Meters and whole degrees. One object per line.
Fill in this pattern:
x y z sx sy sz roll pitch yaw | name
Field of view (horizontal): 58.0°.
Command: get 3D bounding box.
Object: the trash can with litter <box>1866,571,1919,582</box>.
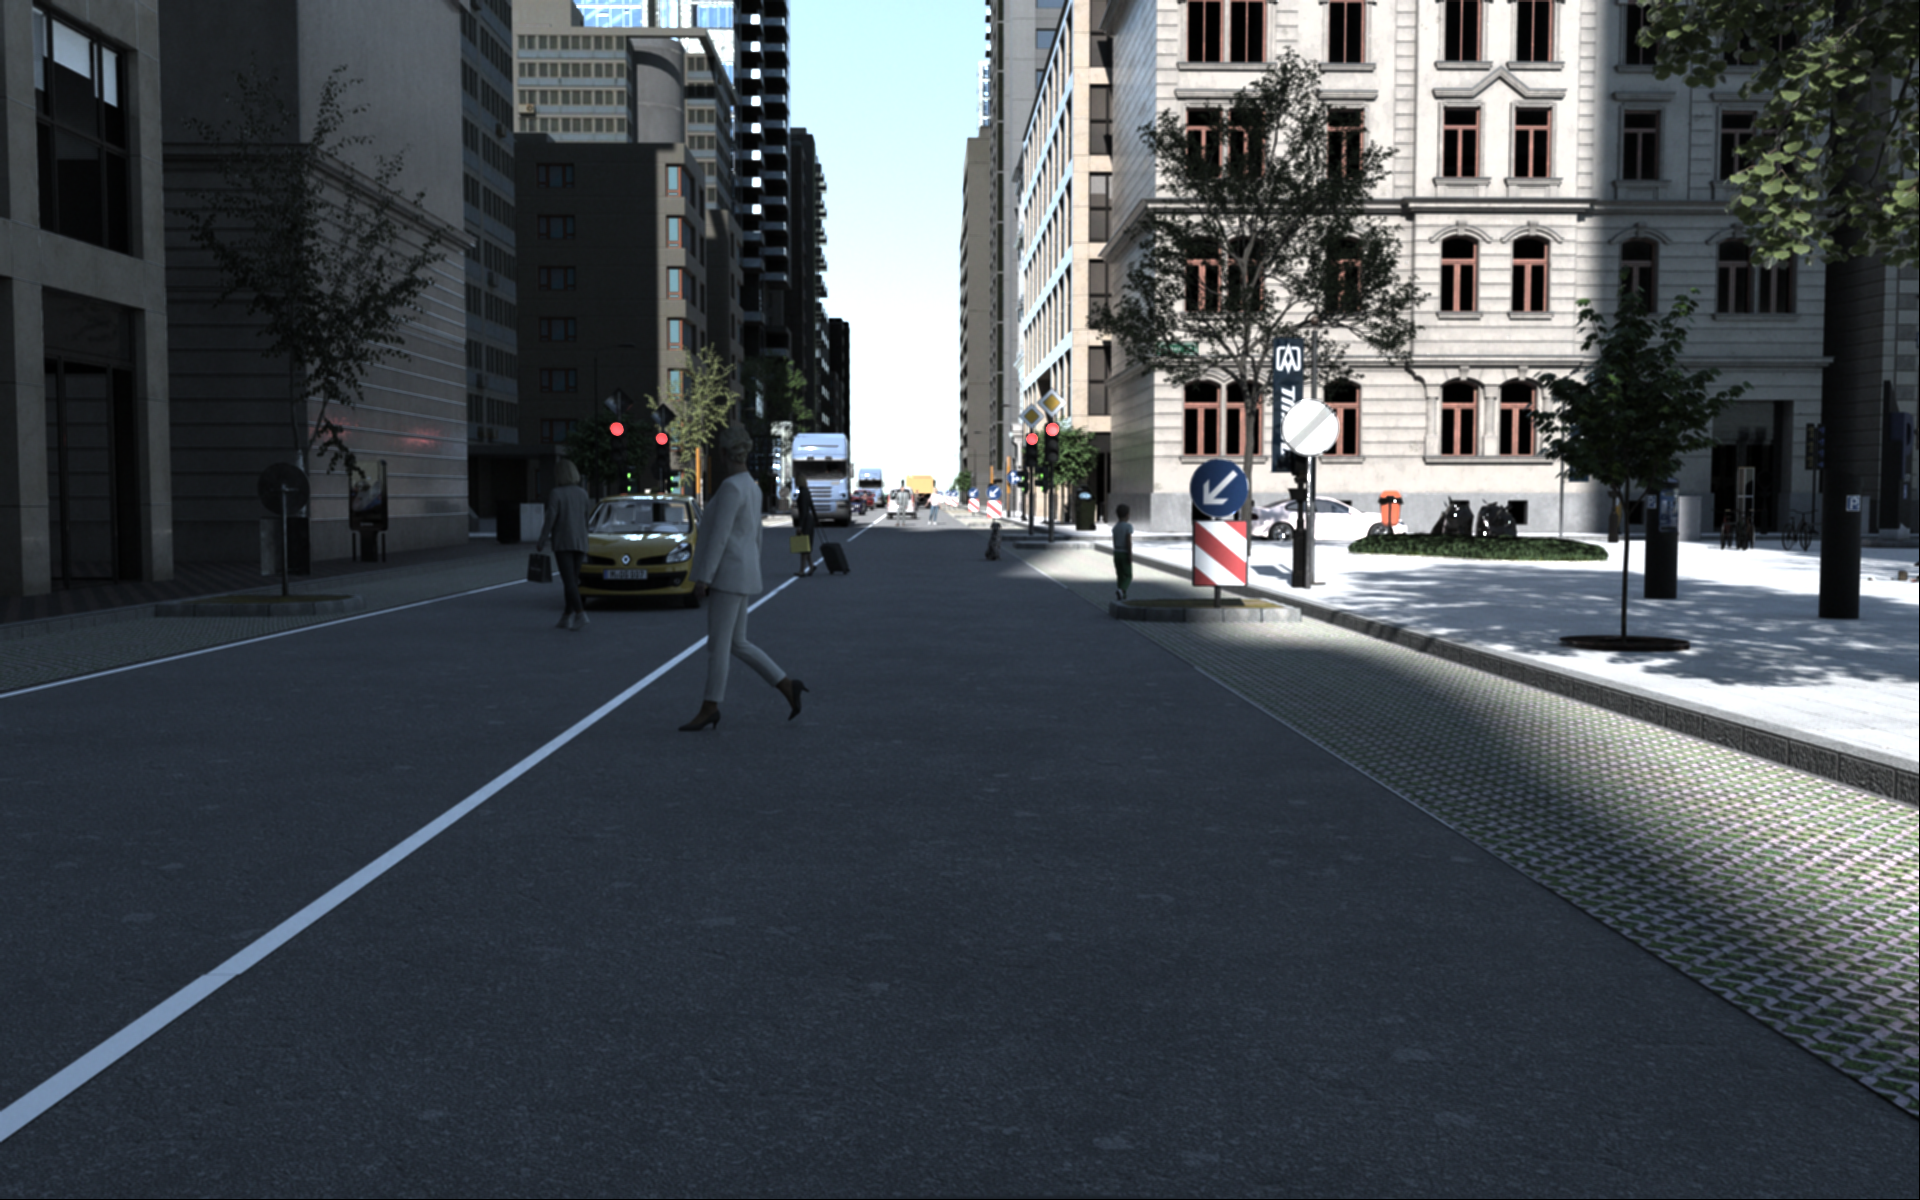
14.496 -0.867 25.231 2.233 1.210 1.678 3 5 43 | trash can with litter

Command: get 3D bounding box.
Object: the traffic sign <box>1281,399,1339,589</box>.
4.709 -1.423 23.375 0.768 2.556 0.104 0 4 7 | traffic sign

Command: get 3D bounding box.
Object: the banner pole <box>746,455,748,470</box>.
-13.662 -7.394 110.905 0.401 3.779 0.863 -1 4 -14 | banner pole

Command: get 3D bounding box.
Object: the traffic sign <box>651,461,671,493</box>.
-11.139 -3.937 64.480 0.768 2.556 0.104 0 4 3 | traffic sign

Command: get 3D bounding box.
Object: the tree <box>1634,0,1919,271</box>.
6.569 -5.437 7.023 7.486 12.596 7.792 0 3 0 | tree

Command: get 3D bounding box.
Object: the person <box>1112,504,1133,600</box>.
2.094 -0.588 22.368 0.306 1.304 0.590 1 4 20 | person

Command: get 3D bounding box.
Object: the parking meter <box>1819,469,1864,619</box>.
9.105 -0.580 17.901 0.372 1.533 0.369 0 3 0 | parking meter

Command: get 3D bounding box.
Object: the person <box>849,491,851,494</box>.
-12.671 -11.681 199.452 1.348 1.831 0.705 1 4 21 | person

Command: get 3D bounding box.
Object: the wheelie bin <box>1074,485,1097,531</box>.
4.400 -3.239 60.870 0.693 1.594 0.980 -1 4 -20 | wheelie bin

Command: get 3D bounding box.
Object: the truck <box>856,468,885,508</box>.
-9.442 -12.020 186.290 2.967 4.110 18.799 0 4 -1 | truck

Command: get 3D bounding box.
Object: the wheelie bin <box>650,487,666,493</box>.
-13.888 -4.374 79.426 0.980 1.594 0.693 1 4 19 | wheelie bin

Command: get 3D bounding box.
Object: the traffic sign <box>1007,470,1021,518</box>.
2.910 -5.709 93.453 0.768 2.556 0.104 0 4 -1 | traffic sign

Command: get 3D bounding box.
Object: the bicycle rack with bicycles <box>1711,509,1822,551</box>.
18.597 -1.629 40.009 2.852 0.926 2.925 3 4 38 | bicycle rack with bicycles

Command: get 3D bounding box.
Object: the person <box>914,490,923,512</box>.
-3.377 -8.143 142.174 0.750 1.759 0.617 -1 4 -21 | person

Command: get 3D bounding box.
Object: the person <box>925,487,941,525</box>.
-1.306 -4.418 81.411 0.731 1.740 0.598 -2 4 -26 | person

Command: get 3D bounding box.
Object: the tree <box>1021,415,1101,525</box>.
4.163 -5.384 71.749 4.285 4.588 4.351 0 3 0 | tree

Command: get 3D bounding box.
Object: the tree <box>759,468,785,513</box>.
-13.408 -7.575 118.450 1.663 3.219 1.824 0 3 0 | tree

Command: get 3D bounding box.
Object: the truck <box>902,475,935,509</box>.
-4.073 -10.852 173.349 3.469 3.379 9.791 0 4 -3 | truck

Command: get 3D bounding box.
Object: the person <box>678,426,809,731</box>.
-1.318 -0.134 10.562 0.818 1.842 0.514 -1 4 -13 | person

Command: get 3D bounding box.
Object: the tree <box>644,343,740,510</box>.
-12.715 -8.136 83.390 4.737 8.622 4.395 0 3 0 | tree

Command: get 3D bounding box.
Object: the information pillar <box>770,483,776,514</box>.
-12.299 -6.691 113.894 0.304 2.012 0.304 -2 4 -31 | information pillar

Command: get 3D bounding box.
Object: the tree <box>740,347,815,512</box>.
-14.088 -12.116 123.852 9.928 11.665 9.643 0 3 0 | tree

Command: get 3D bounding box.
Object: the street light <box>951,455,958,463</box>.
-0.116 -14.253 205.571 1.470 5.913 1.316 0 4 -1 | street light

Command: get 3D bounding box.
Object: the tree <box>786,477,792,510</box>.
-13.613 -9.015 142.004 1.663 3.219 1.824 0 3 0 | tree

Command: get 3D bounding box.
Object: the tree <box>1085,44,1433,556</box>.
6.199 -6.182 35.494 7.601 10.594 8.767 -1 4 -17 | tree

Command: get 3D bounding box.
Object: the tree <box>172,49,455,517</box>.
-11.118 -4.851 29.671 4.360 8.622 3.978 0 3 0 | tree

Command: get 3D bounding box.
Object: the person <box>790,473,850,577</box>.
-2.484 -1.324 30.364 0.699 1.804 1.509 3 5 40 | person

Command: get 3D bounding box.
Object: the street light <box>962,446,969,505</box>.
0.898 -11.831 165.982 1.470 5.913 1.316 0 4 -1 | street light

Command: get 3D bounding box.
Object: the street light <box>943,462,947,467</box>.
-1.272 -16.886 248.631 1.470 5.913 1.316 0 4 -1 | street light

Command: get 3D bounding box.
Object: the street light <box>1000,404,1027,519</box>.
2.754 -7.175 89.859 1.470 5.913 1.316 0 4 -1 | street light

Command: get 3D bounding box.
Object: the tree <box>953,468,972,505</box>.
0.730 -13.983 212.335 4.285 4.588 4.351 0 3 0 | tree

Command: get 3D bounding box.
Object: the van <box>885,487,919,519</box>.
-3.355 -5.670 99.715 2.013 2.044 4.112 0 4 0 | van

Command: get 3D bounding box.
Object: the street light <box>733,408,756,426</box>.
-11.643 -7.382 93.238 1.470 5.913 1.316 0 4 -1 | street light

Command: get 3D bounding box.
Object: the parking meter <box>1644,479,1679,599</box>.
8.629 -0.788 21.295 0.372 1.533 0.369 0 3 0 | parking meter

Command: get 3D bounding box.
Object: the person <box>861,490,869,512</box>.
-7.709 -7.968 139.488 0.721 1.736 1.217 2 4 31 | person

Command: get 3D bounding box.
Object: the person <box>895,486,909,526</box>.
-2.632 -4.263 78.304 0.635 1.810 0.391 0 4 -2 | person

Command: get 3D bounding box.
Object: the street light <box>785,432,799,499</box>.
-12.540 -9.628 129.961 1.470 5.913 1.316 0 4 -1 | street light

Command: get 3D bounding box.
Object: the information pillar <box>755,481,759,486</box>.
-11.885 -5.879 100.617 0.304 2.012 0.304 1 4 11 | information pillar

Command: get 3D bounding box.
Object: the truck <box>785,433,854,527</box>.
-6.475 -5.684 82.692 2.967 4.110 18.799 0 4 -3 | truck

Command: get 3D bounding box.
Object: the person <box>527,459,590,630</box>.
-4.193 -0.588 18.305 0.728 1.800 0.709 3 5 44 | person

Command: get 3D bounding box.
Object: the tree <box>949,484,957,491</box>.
-0.910 -17.054 273.426 1.663 3.219 1.824 0 3 0 | tree

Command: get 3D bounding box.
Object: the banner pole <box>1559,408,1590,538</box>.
15.280 -3.255 43.232 0.863 3.779 0.401 1 4 21 | banner pole

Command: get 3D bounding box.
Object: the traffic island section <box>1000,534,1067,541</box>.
2.245 -1.940 53.992 2.009 0.180 2.903 0 4 -1 | traffic island section

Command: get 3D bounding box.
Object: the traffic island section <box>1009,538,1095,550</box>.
2.447 -1.451 46.010 2.009 0.180 2.903 0 4 -1 | traffic island section

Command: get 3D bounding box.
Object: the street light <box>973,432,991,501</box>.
1.730 -9.572 129.036 1.470 5.913 1.316 0 4 -1 | street light

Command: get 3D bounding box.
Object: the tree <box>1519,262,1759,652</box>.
5.596 -1.226 14.644 1.663 3.219 1.824 0 3 0 | tree

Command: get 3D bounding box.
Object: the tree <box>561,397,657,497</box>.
-11.777 -4.576 58.527 4.285 4.588 4.351 0 3 0 | tree

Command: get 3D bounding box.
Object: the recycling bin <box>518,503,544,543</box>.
-11.539 -2.061 46.249 0.722 1.027 0.722 -2 4 -27 | recycling bin

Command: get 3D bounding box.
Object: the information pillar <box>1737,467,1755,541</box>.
21.360 -2.606 47.099 0.304 2.012 0.304 -1 4 -10 | information pillar

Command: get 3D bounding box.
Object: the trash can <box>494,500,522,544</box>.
-11.714 -2.035 44.927 0.748 1.137 0.748 0 3 0 | trash can

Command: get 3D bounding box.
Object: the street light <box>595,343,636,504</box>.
-10.688 -4.953 53.518 1.470 5.913 1.316 0 4 -1 | street light

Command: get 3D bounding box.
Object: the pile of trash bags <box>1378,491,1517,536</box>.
12.408 -2.103 44.129 3.447 1.369 1.912 1 4 15 | pile of trash bags

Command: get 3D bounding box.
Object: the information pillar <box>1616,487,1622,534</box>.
20.992 -3.901 55.136 0.183 3.616 0.504 2 4 32 | information pillar
